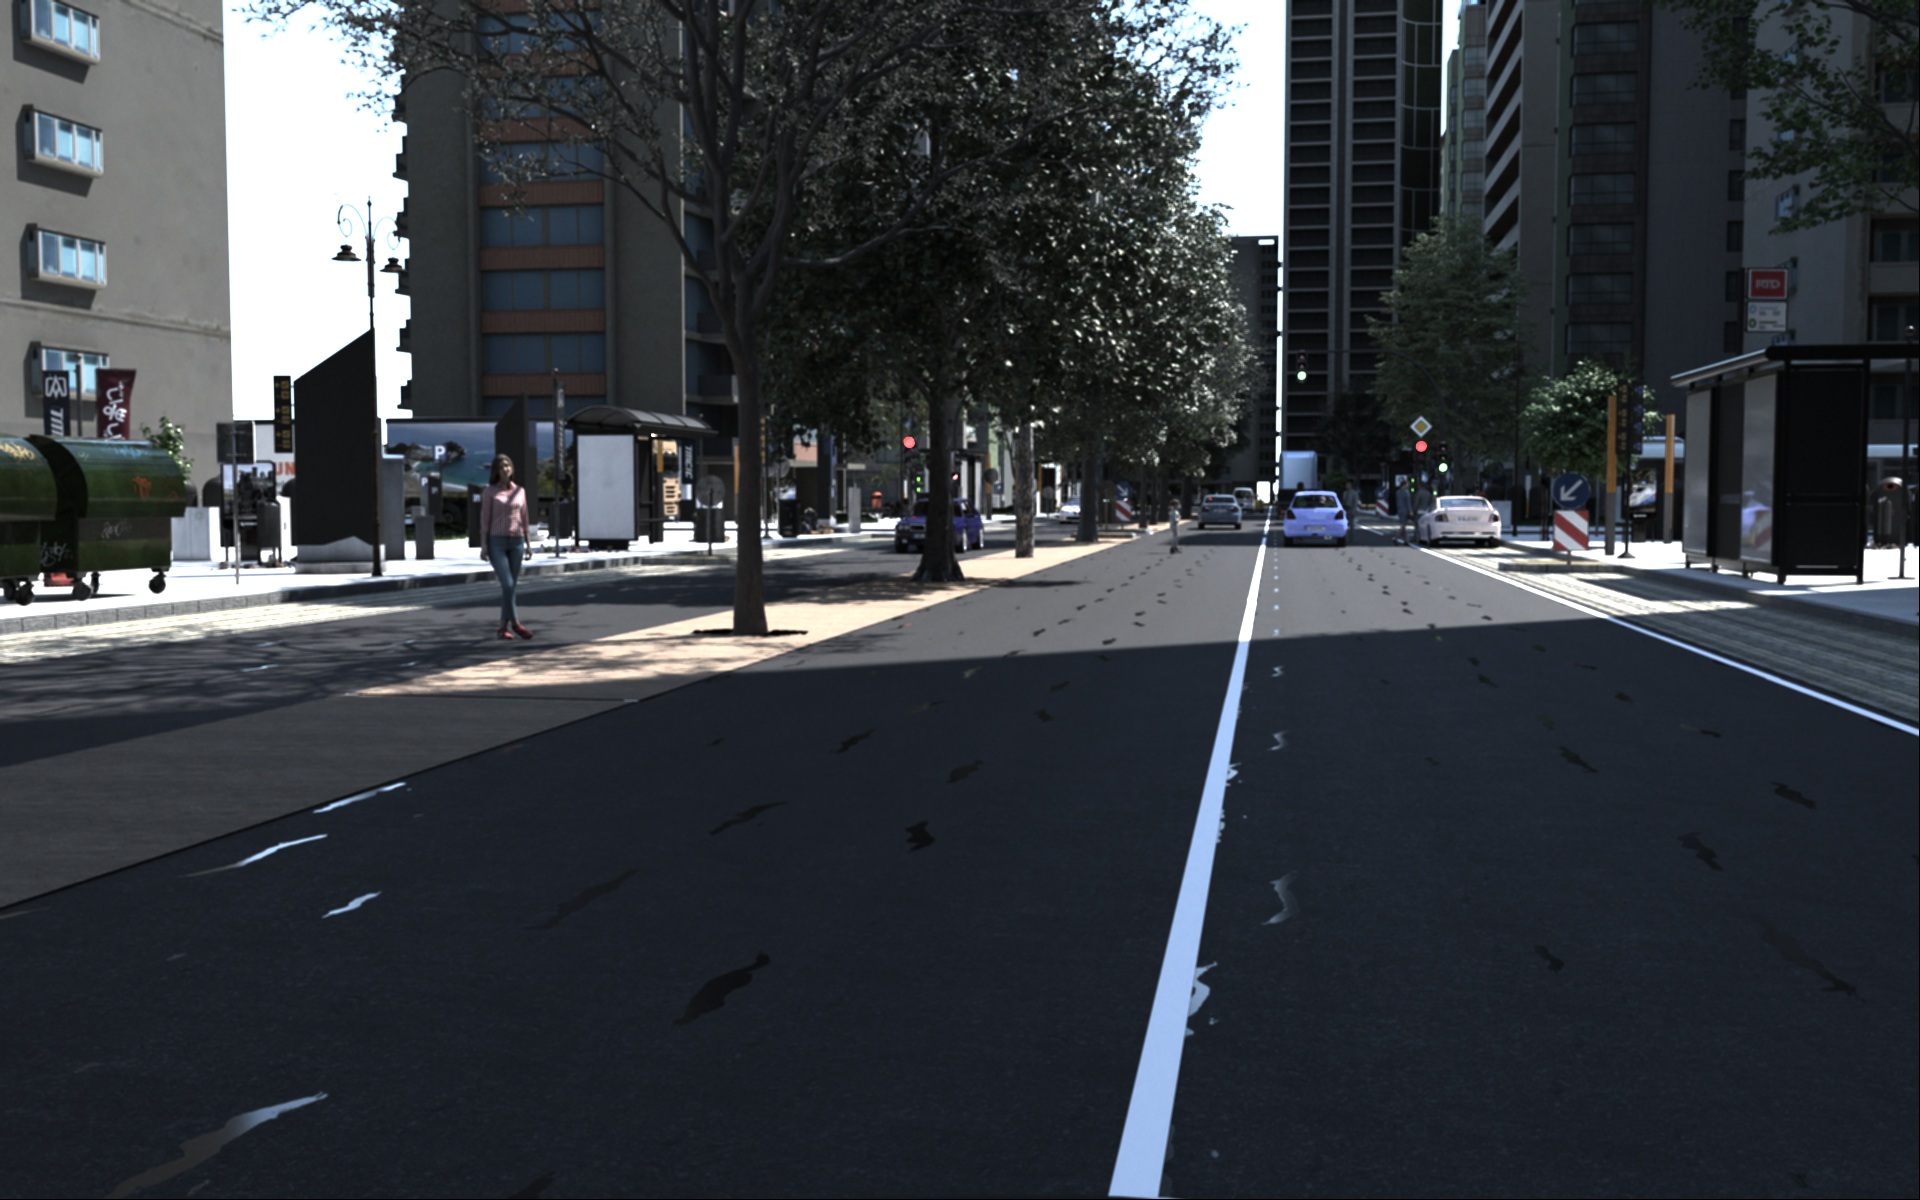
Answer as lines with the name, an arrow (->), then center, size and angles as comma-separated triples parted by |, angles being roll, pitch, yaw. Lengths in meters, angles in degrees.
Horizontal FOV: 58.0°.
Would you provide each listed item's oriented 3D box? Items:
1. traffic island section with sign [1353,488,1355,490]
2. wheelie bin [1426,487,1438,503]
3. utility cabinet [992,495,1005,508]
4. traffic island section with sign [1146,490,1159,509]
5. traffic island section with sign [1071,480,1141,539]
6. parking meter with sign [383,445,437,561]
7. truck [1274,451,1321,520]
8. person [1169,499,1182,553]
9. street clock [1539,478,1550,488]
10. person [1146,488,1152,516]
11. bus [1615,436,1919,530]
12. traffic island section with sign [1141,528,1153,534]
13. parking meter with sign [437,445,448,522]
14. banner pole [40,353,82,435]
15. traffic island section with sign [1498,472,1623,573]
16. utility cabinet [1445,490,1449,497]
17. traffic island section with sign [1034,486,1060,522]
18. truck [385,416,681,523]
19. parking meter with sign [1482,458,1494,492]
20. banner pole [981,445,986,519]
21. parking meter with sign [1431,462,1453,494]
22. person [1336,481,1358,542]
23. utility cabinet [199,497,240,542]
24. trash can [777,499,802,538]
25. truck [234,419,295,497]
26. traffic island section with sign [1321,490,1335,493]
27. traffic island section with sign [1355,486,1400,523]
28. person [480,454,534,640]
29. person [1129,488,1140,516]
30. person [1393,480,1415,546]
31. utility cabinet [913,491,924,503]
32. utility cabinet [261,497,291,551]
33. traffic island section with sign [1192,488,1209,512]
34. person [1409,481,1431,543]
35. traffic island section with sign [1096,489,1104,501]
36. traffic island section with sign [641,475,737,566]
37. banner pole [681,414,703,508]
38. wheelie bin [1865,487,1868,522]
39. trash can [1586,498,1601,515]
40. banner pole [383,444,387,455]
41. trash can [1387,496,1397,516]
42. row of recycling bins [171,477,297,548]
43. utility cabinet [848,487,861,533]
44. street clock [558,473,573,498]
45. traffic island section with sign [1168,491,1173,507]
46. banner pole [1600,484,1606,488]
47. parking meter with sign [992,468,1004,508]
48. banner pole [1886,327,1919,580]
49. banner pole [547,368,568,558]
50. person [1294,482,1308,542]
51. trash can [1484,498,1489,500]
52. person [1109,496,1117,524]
traffic island section with sign -> 25.705, -6.378, 112.912 | 1.989, 1.847, 2.006 | 1, 4, 10
wheelie bin -> 21.141, -4.274, 77.784 | 0.693, 1.594, 0.980 | 2, 4, 27
utility cabinet -> 2.922, -7.157, 128.182 | 0.306, 1.237, 1.020 | 2, 4, 35
traffic island section with sign -> 18.351, -9.617, 165.870 | 1.989, 1.847, 2.006 | 1, 4, 10
traffic island section with sign -> 4.713, -2.953, 56.415 | 2.006, 1.907, 1.989 | 1, 4, 10
parking meter with sign -> -11.092, -2.278, 33.499 | 1.738, 3.016, 0.543 | -1, 4, -15
truck -> 20.130, -6.920, 102.895 | 2.967, 4.110, 18.799 | 1, 4, 10
person -> 5.240, -1.791, 42.056 | 0.394, 1.301, 0.425 | -1, 4, -17
street clock -> 26.573, -4.541, 78.819 | 0.358, 2.002, 0.471 | -2, 4, -24
person -> 12.379, -6.394, 112.814 | 0.659, 1.850, 0.755 | 0, 4, -6
bus -> 28.010, -3.690, 55.186 | 13.247, 3.499, 2.948 | 1, 4, 11
traffic island section with sign -> 6.041, -3.399, 63.702 | 2.006, 1.907, 1.989 | 1, 4, 10
parking meter with sign -> -18.562, -3.932, 60.545 | 0.543, 3.016, 1.738 | 1, 4, 13
banner pole -> -15.908, -2.499, 30.874 | 0.863, 3.779, 0.401 | 0, 4, -3
traffic island section with sign -> 11.092, -1.438, 32.143 | 1.989, 1.847, 2.006 | 1, 4, 10
utility cabinet -> 26.622, -5.269, 94.830 | 0.318, 1.500, 1.173 | -1, 4, -20
traffic island section with sign -> 4.583, -4.965, 89.805 | 1.989, 1.847, 2.006 | 1, 4, 10
truck -> -15.339, -4.575, 63.722 | 11.283, 4.237, 2.839 | 1, 4, 11
parking meter with sign -> 25.836, -5.422, 84.905 | 0.543, 3.016, 1.738 | 1, 4, 14
banner pole -> 1.225, -6.078, 89.389 | 0.401, 3.779, 0.863 | 0, 4, 5
parking meter with sign -> 25.793, -5.945, 93.464 | 1.738, 3.016, 0.543 | 0, 4, 3
person -> 11.588, -2.634, 51.658 | 0.391, 1.810, 0.635 | -3, 5, -44
utility cabinet -> -19.679, -2.139, 46.128 | 1.020, 1.237, 0.306 | 0, 4, 2
trash can -> -4.989, -2.386, 50.660 | 0.748, 1.137, 0.748 | 0, 3, 0
truck -> -29.314, -4.755, 66.655 | 11.283, 4.237, 2.839 | 1, 4, 11
traffic island section with sign -> 34.650, -9.398, 162.290 | 1.989, 1.847, 2.006 | 1, 4, 10
traffic island section with sign -> 20.895, -4.756, 86.388 | 1.989, 1.847, 2.006 | 1, 4, 10
person -> -4.482, -0.522, 17.042 | 0.388, 1.821, 0.555 | 3, 5, 39
person -> 11.123, -6.247, 110.597 | 0.822, 1.834, 0.622 | 1, 4, 13
person -> 12.159, -2.392, 47.640 | 0.654, 1.822, 0.581 | -1, 4, -13
utility cabinet -> -2.590, -6.540, 115.606 | 1.173, 1.500, 0.318 | 2, 4, 29
utility cabinet -> -15.579, -1.729, 39.438 | 0.306, 1.237, 1.020 | 0, 4, 1
traffic island section with sign -> 19.413, -7.921, 137.646 | 2.006, 1.907, 1.989 | 1, 4, 10
person -> 13.526, -2.578, 50.759 | 0.694, 1.812, 0.767 | -2, 4, -33
traffic island section with sign -> 9.384, -6.587, 116.331 | 1.989, 1.847, 2.006 | 1, 4, 10
traffic island section with sign -> -5.249, -1.640, 35.440 | 1.989, 1.847, 2.006 | 1, 4, 10
banner pole -> -8.363, -3.940, 54.435 | 0.863, 3.779, 0.401 | -1, 4, -18
wheelie bin -> 16.722, -1.527, 32.876 | 0.693, 1.594, 0.980 | -1, 4, -22
trash can -> 25.770, -3.608, 70.649 | 0.748, 1.137, 0.748 | 0, 3, 0
banner pole -> -25.163, -5.248, 75.821 | 0.863, 3.779, 0.401 | 0, 4, 1
trash can -> 25.455, -5.528, 102.039 | 0.748, 1.137, 0.748 | 0, 3, 0
row of recycling bins -> -17.533, -2.149, 42.255 | 3.534, 1.692, 1.069 | -1, 4, -21
utility cabinet -> -3.451, -2.946, 56.841 | 0.318, 1.500, 1.173 | -1, 4, -10
street clock -> -13.465, -3.340, 59.185 | 0.471, 2.002, 0.358 | 0, 4, 8
traffic island section with sign -> 23.225, -11.265, 192.818 | 1.989, 1.847, 2.006 | 1, 4, 10
banner pole -> 30.072, -5.523, 80.324 | 0.401, 3.779, 0.863 | -3, 4, -38
parking meter with sign -> 2.467, -7.323, 115.988 | 0.543, 3.016, 1.738 | -2, 4, -25
banner pole -> 14.427, -2.198, 25.961 | 0.863, 3.779, 0.401 | 1, 4, 11
banner pole -> -7.961, -2.715, 34.414 | 0.401, 3.779, 0.863 | -2, 4, -29
person -> 10.232, -2.654, 52.143 | 0.529, 1.795, 0.600 | -3, 4, -37
trash can -> 19.693, -3.309, 65.752 | 0.748, 1.137, 0.748 | 0, 3, 0
person -> 7.324, -4.558, 83.202 | 0.511, 1.800, 0.466 | 3, 5, 42
